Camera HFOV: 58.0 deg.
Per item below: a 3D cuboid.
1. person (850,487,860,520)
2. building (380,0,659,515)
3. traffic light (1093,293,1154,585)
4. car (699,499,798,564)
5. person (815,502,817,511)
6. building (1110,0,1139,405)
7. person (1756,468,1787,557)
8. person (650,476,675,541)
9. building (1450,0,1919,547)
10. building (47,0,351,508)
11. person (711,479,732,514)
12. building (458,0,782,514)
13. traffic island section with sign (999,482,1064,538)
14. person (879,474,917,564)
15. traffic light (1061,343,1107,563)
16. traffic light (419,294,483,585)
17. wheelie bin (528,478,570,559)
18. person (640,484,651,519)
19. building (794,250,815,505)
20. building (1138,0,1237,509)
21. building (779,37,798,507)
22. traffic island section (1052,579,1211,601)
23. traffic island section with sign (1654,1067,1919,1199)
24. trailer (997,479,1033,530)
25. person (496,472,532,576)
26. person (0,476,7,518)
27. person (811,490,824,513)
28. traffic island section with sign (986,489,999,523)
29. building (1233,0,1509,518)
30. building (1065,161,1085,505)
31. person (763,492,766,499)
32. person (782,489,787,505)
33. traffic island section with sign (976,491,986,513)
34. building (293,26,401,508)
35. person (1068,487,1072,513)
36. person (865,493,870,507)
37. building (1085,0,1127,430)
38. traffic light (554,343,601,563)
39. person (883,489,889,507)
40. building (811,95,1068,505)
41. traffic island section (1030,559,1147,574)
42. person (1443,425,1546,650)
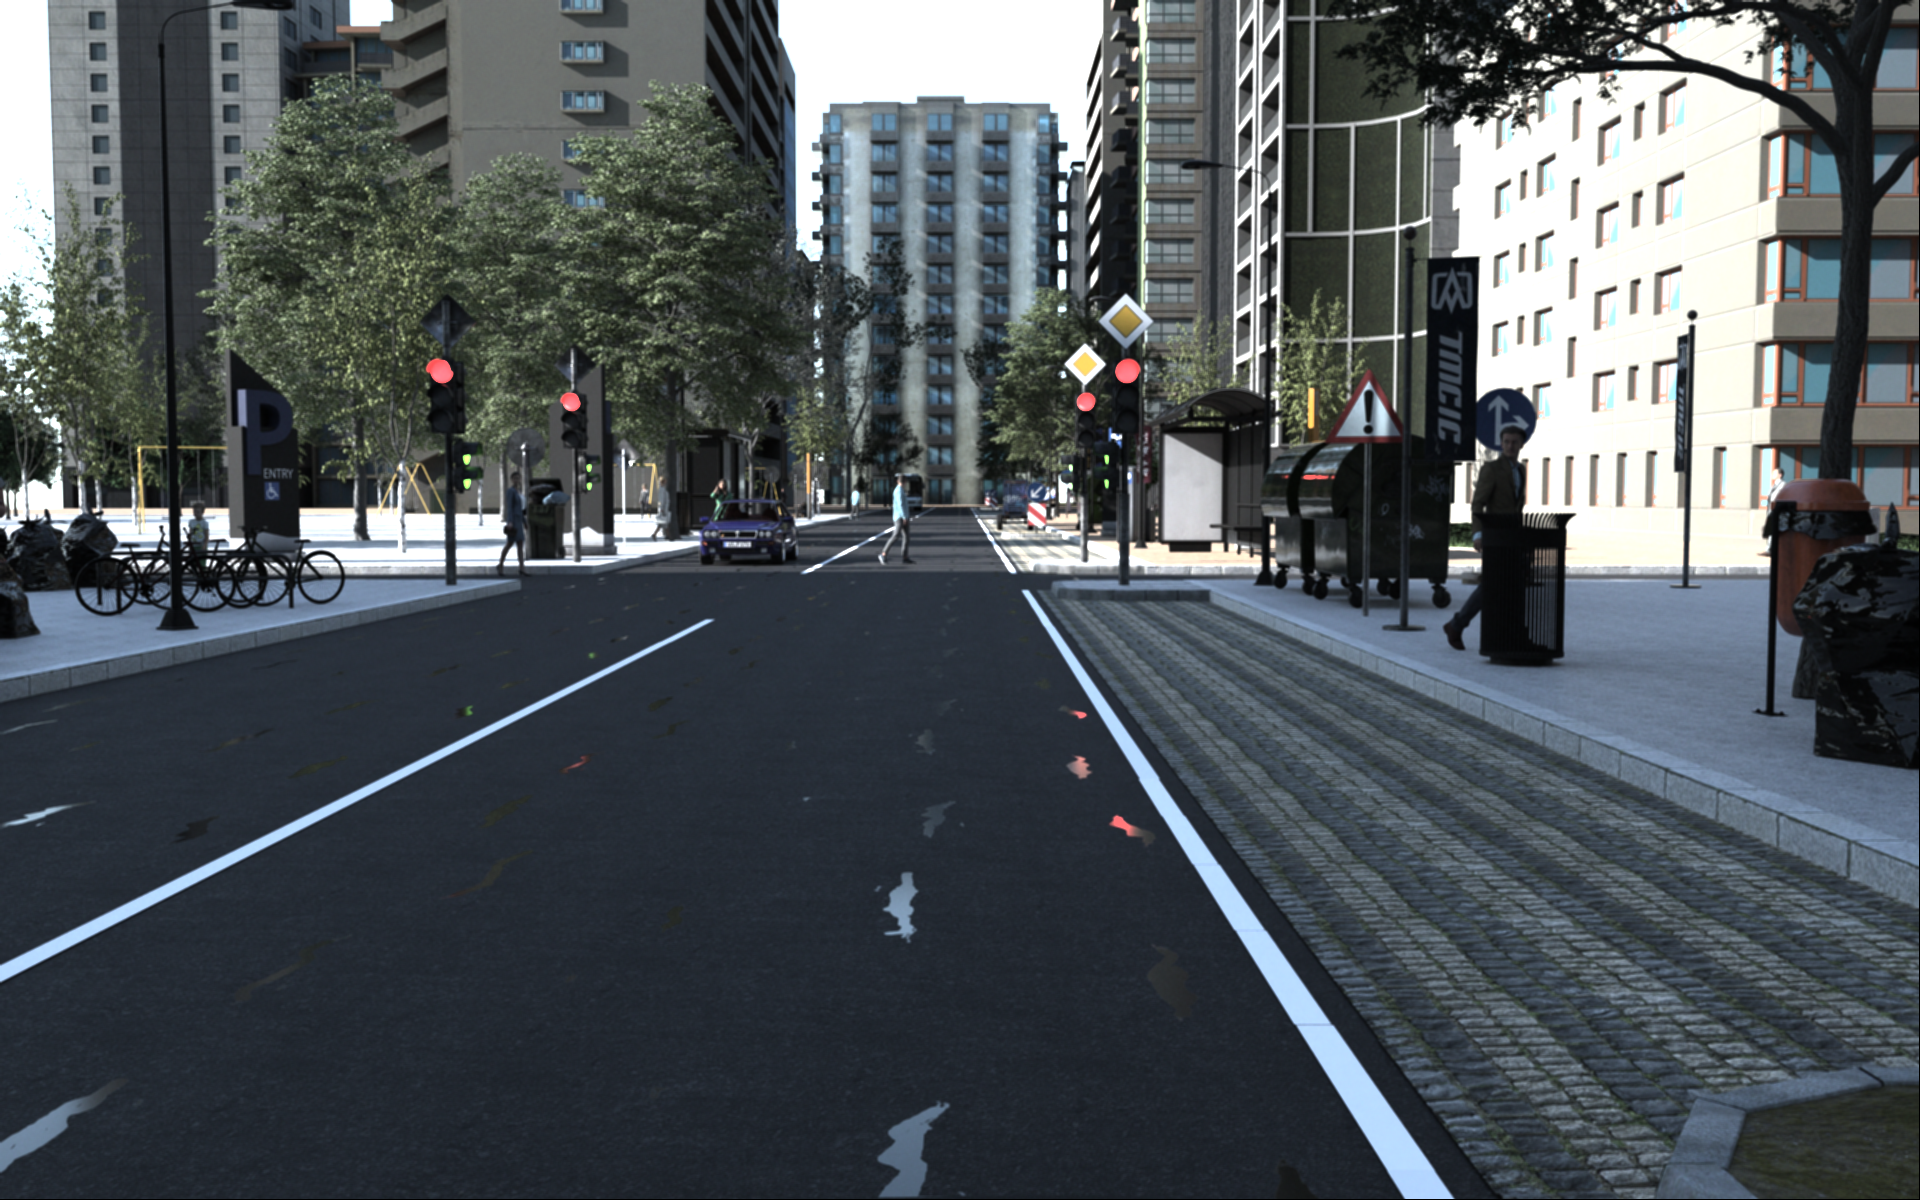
[{"bbox_3d":[-5.749,-5.286,94.951,0.660,1.820,0.620,3,5,40],"label":"person"},{"bbox_3d":[-26.410,-30.209,117.617,21.300,48.544,21.600,0,3,0],"label":"building"},{"bbox_3d":[2.297,-2.166,24.330,0.839,4.253,0.868,0,3,0],"label":"traffic light"},{"bbox_3d":[-4.420,-1.462,36.481,1.945,1.354,3.894,0,4,1],"label":"car"},{"bbox_3d":[-10.905,-7.667,131.358,0.705,1.831,1.348,0,4,-2],"label":"person"},{"bbox_3d":[23.564,-29.616,138.851,22.147,44.769,28.867,0,3,0],"label":"building"},{"bbox_3d":[16.639,-1.786,35.354,0.767,1.812,0.694,0,4,8],"label":"person"},{"bbox_3d":[-8.076,-2.480,46.941,0.624,1.780,0.694,0,4,-3],"label":"person"},{"bbox_3d":[34.034,-12.849,55.124,28.899,21.520,27.650,0,3,0],"label":"building"},{"bbox_3d":[-70.459,-44.375,163.788,20.611,71.187,20.563,0,3,0],"label":"building"},{"bbox_3d":[-5.826,-2.073,42.634,0.600,1.795,0.529,0,4,-8],"label":"person"},{"bbox_3d":[-26.195,-31.533,139.264,21.300,48.544,21.600,0,3,0],"label":"building"},{"bbox_3d":[2.386,-2.960,57.028,1.989,1.847,2.006,0,3,0],"label":"traffic island section with sign"},{"bbox_3d":[-1.268,-1.660,35.502,0.748,1.841,0.638,1,4,12],"label":"person"},{"bbox_3d":[2.306,-2.654,32.315,0.839,4.253,0.868,0,3,0],"label":"traffic light"},{"bbox_3d":[-7.164,-2.165,24.325,0.839,4.253,0.868,0,3,0],"label":"traffic light"},{"bbox_3d":[-8.194,-1.615,34.316,0.980,1.594,0.693,0,4,6],"label":"wheelie bin"},{"bbox_3d":[-15.830,-4.967,87.431,0.709,1.800,0.728,3,4,36],"label":"person"},{"bbox_3d":[-24.727,-26.571,206.129,14.107,30.474,14.160,0,3,0],"label":"building"},{"bbox_3d":[18.886,-26.535,117.439,14.154,41.232,14.086,0,3,0],"label":"building"},{"bbox_3d":[-23.568,-31.684,168.144,14.200,45.320,14.600,0,3,0],"label":"building"},{"bbox_3d":[2.337,-0.132,24.444,2.009,0.180,2.903,0,3,0],"label":"traffic island section"},{"bbox_3d":[2.319,0.355,2.832,1.989,1.847,2.006,0,3,0],"label":"traffic island section with sign"},{"bbox_3d":[2.201,-3.795,69.091,1.471,1.999,3.904,0,4,2],"label":"trailer"},{"bbox_3d":[-7.799,-1.331,30.282,0.654,1.822,0.581,2,4,29],"label":"person"},{"bbox_3d":[-7.445,-0.394,12.840,0.716,1.782,0.532,-3,4,-37],"label":"person"},{"bbox_3d":[-9.800,-6.784,117.649,1.217,1.739,0.721,0,4,-1],"label":"person"},{"bbox_3d":[2.413,-4.646,84.584,1.989,1.847,2.006,0,3,0],"label":"traffic island section with sign"},{"bbox_3d":[24.374,-39.976,91.858,20.563,71.187,20.611,0,3,0],"label":"building"},{"bbox_3d":[19.870,-31.940,205.816,14.086,41.232,14.154,0,3,0],"label":"building"},{"bbox_3d":[-13.951,-7.012,123.943,0.557,1.426,1.065,-1,4,-11],"label":"person"},{"bbox_3d":[-15.840,-9.110,155.545,0.434,1.755,0.990,2,4,35],"label":"person"},{"bbox_3d":[2.471,-7.699,134.506,1.989,1.847,2.006,0,3,0],"label":"traffic island section with sign"},{"bbox_3d":[-45.580,-31.153,163.983,28.867,44.769,22.147,0,3,0],"label":"building"},{"bbox_3d":[7.212,-6.588,114.430,0.621,1.740,0.551,-3,5,-41],"label":"person"},{"bbox_3d":[-8.922,-9.809,167.131,0.721,1.735,1.217,1,4,18],"label":"person"},{"bbox_3d":[23.214,-33.044,163.968,21.300,48.544,21.600,0,3,0],"label":"building"},{"bbox_3d":[-7.155,-2.654,32.310,0.839,4.253,0.868,0,3,0],"label":"traffic light"},{"bbox_3d":[-7.302,-10.050,170.438,0.705,1.814,1.350,1,4,20],"label":"person"},{"bbox_3d":[-2.395,-36.167,210.936,30.456,49.044,23.786,0,3,0],"label":"building"},{"bbox_3d":[2.346,-0.621,32.429,2.009,0.180,2.903,0,3,0],"label":"traffic island section"},{"bbox_3d":[4.399,-0.504,14.187,0.836,1.842,0.656,1,4,19],"label":"person"}]
